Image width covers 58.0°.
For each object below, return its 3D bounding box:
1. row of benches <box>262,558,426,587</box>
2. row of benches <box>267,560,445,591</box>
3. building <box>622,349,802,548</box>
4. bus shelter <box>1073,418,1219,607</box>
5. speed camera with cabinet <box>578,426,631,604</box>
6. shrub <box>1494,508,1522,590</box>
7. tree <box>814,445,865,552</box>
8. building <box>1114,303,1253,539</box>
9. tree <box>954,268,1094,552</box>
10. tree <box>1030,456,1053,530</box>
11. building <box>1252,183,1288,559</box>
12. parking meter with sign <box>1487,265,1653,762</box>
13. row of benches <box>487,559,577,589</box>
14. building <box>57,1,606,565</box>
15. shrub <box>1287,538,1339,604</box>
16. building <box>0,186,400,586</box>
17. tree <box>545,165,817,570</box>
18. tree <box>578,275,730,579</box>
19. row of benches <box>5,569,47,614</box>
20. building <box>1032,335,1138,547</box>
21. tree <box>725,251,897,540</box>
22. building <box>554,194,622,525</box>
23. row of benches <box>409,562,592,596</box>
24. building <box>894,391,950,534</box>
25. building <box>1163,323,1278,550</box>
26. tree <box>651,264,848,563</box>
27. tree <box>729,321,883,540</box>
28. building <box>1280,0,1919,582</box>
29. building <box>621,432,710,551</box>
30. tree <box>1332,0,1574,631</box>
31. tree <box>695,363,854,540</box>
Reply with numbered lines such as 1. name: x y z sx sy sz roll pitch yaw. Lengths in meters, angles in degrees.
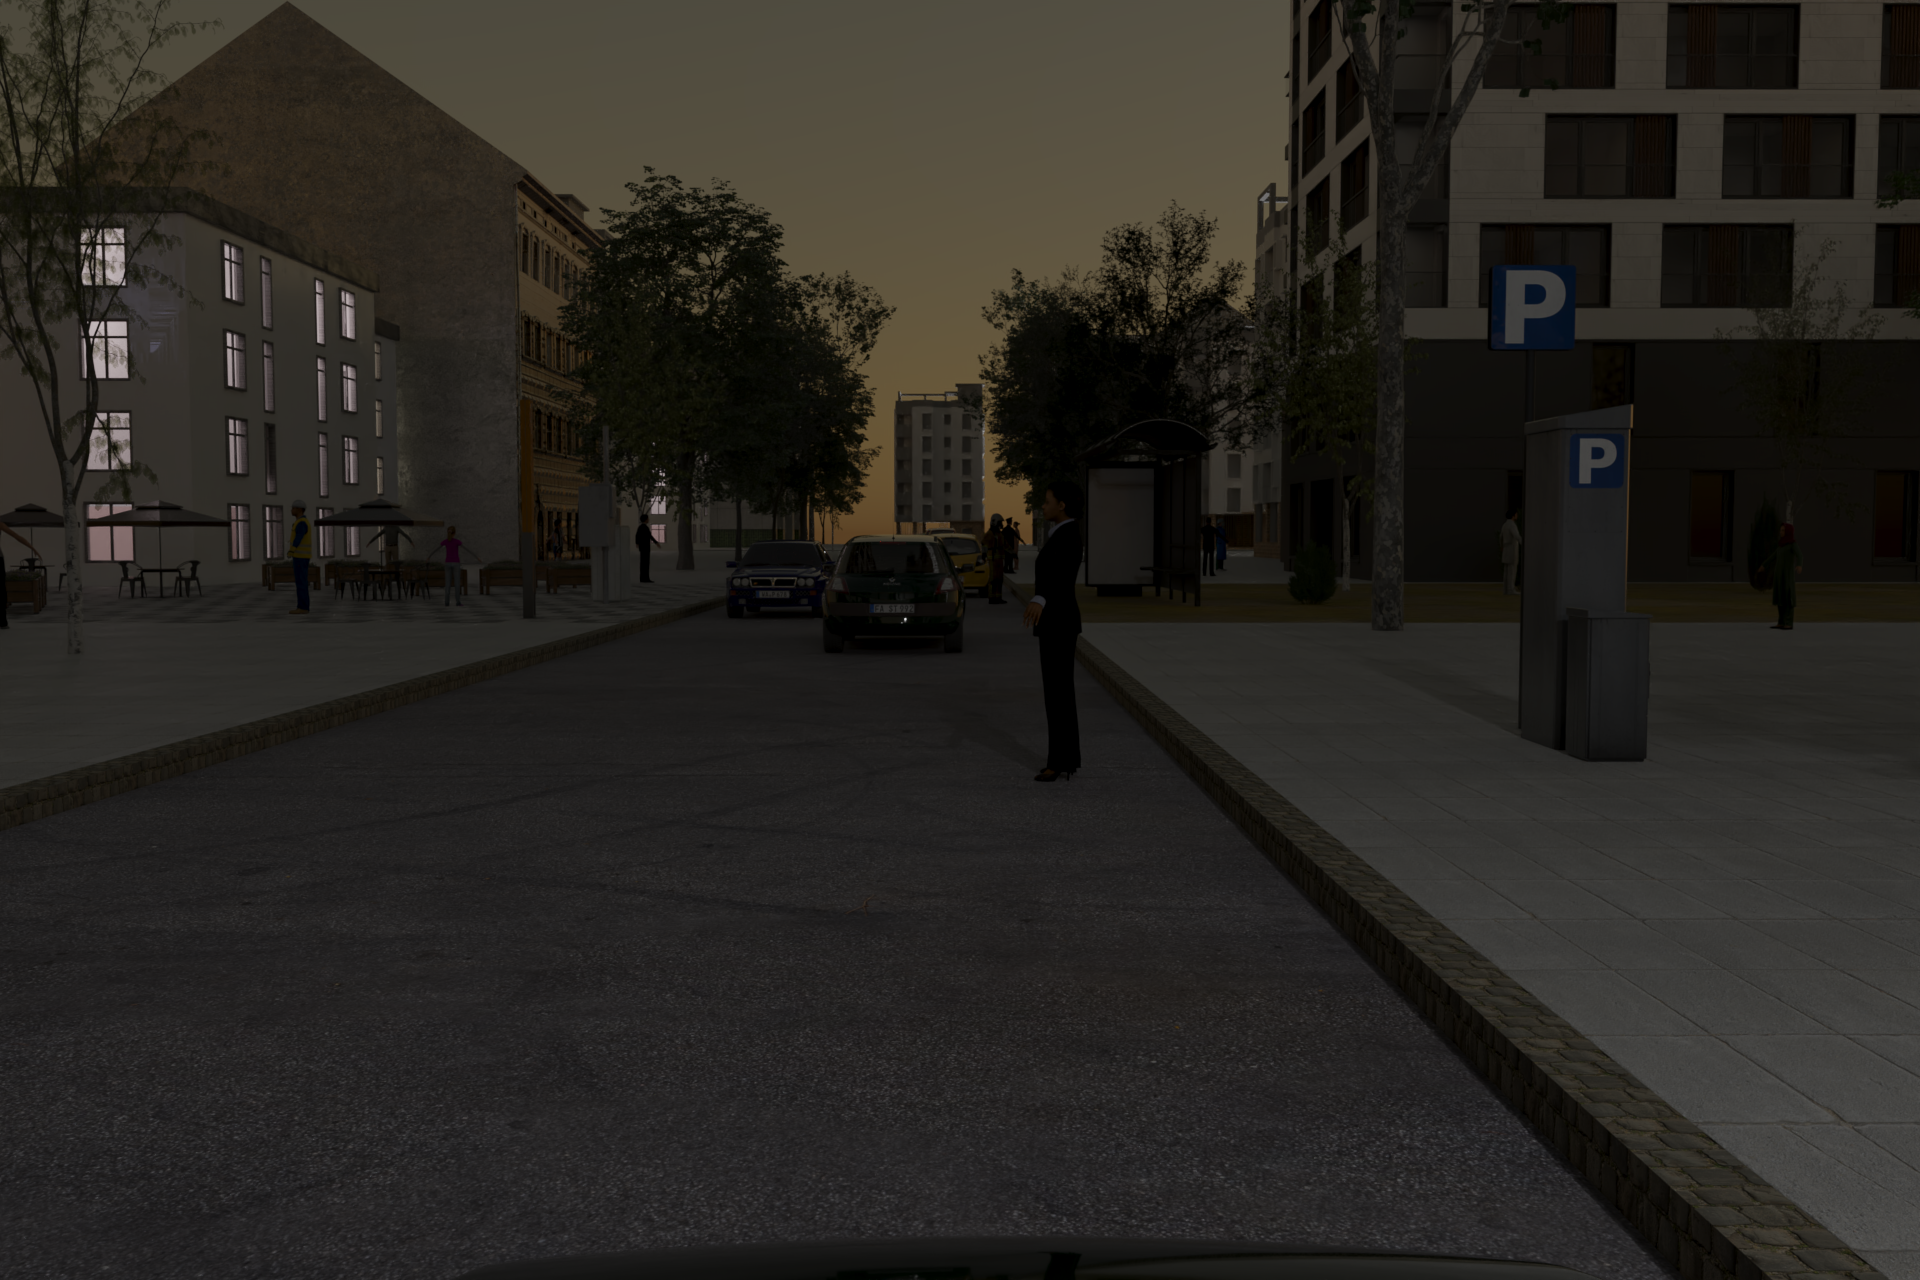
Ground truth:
1. row of benches: -15.130 -1.689 43.076 4.104 0.672 1.422 -1 4 -16
2. row of benches: -13.844 -1.513 40.205 4.104 0.672 1.422 -2 4 -29
3. building: -25.735 -19.135 179.320 16.747 18.905 31.486 0 4 0
4. bus shelter: 3.419 -2.388 32.975 2.014 3.302 5.546 0 4 -2
5. speed camera with cabinet: -6.664 -2.332 32.460 0.660 3.252 2.038 0 3 0
6. shrub: 13.085 -2.166 39.463 1.661 2.075 1.752 0 3 0
7. tree: -9.550 -10.773 126.506 4.360 8.622 3.978 0 3 0
8. building: 23.150 -20.620 168.067 19.493 23.208 18.063 0 4 -1
9. tree: 5.829 -16.289 122.222 12.611 20.169 13.585 0 3 0
10. tree: 5.606 -9.744 109.677 4.360 8.622 3.978 0 3 0
11. building: 21.339 -14.568 94.605 16.016 20.090 11.380 0 4 0
12. parking meter with sign: 3.713 -0.871 10.499 0.543 3.016 1.738 0 3 0
13. row of benches: -10.415 -1.632 42.139 1.422 0.672 4.104 -3 4 -36
14. building: -27.860 -15.299 81.067 19.493 23.208 18.063 0 4 -1
15. shrub: 6.447 -1.256 31.661 1.383 1.207 1.383 0 3 0
16. building: -23.271 -6.965 56.022 9.099 9.664 28.070 0 4 0
17. tree: -9.714 -9.474 61.556 9.857 13.997 8.962 0 3 0
18. tree: -8.966 -6.048 49.246 4.737 8.622 4.395 0 3 0
19. row of benches: -15.906 -0.849 29.342 1.422 0.672 4.104 -2 4 -26
20. building: 21.916 -21.396 193.804 27.936 21.610 32.646 0 4 0
21. tree: -10.967 -15.942 116.539 12.611 20.169 13.585 0 3 0
22. building: -26.594 -14.760 97.739 16.016 20.090 11.380 0 4 0
23. row of benches: -9.555 -1.311 36.905 4.104 0.672 1.422 -2 4 -28
24. building: -7.989 -22.149 221.015 11.380 20.090 16.016 0 4 -5
25. building: 23.413 -18.326 156.050 16.016 20.090 11.380 0 4 0
26. tree: -9.840 -10.202 77.175 12.009 13.543 11.850 0 3 0
27. tree: -9.472 -12.016 103.114 9.857 13.997 8.962 0 3 0
28. building: 25.105 -13.312 61.622 27.936 21.610 32.646 0 4 0
29. building: -26.032 -12.686 149.557 9.099 9.664 28.070 0 3 0
30. tree: 6.795 -10.129 21.496 12.611 20.169 13.585 0 3 0
31. tree: -9.800 -9.532 90.266 8.767 10.594 7.601 0 4 -5
